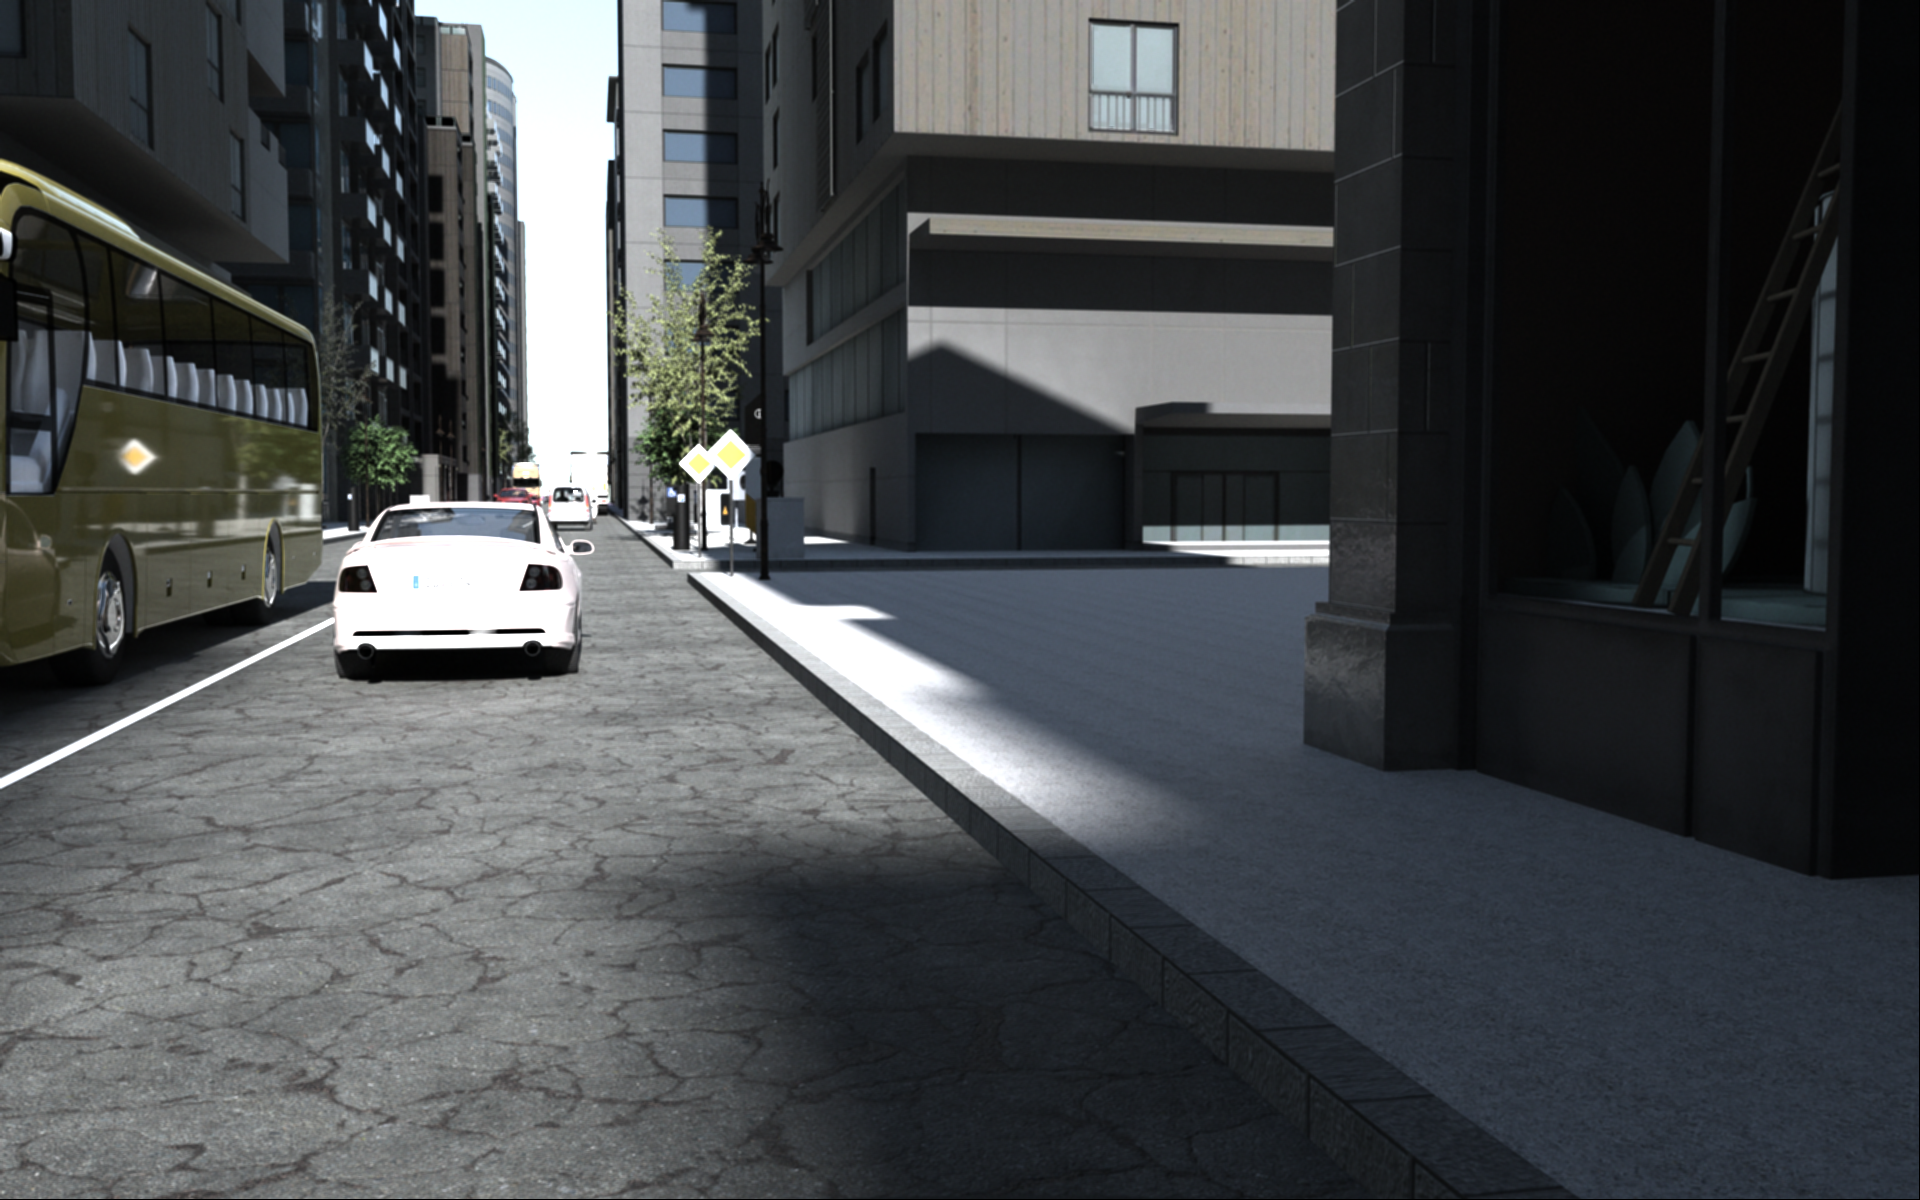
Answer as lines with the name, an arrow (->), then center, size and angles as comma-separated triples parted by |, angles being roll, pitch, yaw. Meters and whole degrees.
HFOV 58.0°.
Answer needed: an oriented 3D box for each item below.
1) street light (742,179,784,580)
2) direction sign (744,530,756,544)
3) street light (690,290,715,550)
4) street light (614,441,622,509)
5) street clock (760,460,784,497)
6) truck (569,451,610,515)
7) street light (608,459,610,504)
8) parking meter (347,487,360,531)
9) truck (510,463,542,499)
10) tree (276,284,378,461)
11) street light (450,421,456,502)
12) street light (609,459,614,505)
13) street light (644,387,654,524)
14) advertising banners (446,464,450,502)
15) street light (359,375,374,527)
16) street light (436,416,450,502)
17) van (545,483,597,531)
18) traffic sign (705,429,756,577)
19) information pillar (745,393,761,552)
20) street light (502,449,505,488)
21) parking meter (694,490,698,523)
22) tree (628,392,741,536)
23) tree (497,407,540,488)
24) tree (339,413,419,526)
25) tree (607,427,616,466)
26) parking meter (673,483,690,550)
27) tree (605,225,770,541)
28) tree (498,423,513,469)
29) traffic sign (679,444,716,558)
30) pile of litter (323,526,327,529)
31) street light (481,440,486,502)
street light -> -2.930, -3.242, 25.792 | 0.468, 5.910, 1.993 | -1, 4, -12
direction sign -> -5.347, -3.197, 44.276 | 0.379, 3.537, 0.876 | -1, 4, -8
street light -> -5.833, -4.070, 39.333 | 0.468, 5.910, 1.993 | -1, 4, -12
street light -> -29.248, -10.767, 148.833 | 0.468, 5.910, 1.993 | -1, 4, -12
street clock -> -4.052, -2.005, 37.358 | 0.471, 2.002, 0.358 | -1, 4, -19
truck -> -25.412, -7.950, 118.892 | 2.839, 4.237, 11.283 | -1, 4, -12
street light -> -39.357, -13.658, 196.094 | 0.468, 5.910, 1.993 | -1, 4, -12
parking meter -> -20.885, -3.132, 59.623 | 0.372, 1.533, 0.369 | 0, 3, 0
truck -> -40.053, -10.468, 160.068 | 2.839, 4.237, 11.283 | -1, 4, -14
tree -> -22.788, -6.789, 61.364 | 4.360, 8.622, 3.978 | 0, 3, 0
street light -> -31.556, -8.239, 107.502 | 0.468, 5.910, 1.993 | -1, 4, -12
street light -> -36.416, -12.834, 182.623 | 0.468, 5.910, 1.993 | -1, 4, -12
street light -> -13.124, -6.162, 73.530 | 0.468, 5.910, 1.993 | -1, 4, -12
advertising banners -> -28.767, -6.189, 97.375 | 0.090, 3.025, 2.074 | -1, 4, -10
street light -> -22.761, -5.726, 66.412 | 0.468, 5.910, 1.993 | -1, 4, -12
street light -> -30.228, -7.835, 100.891 | 0.468, 5.910, 1.993 | -1, 4, -12
van -> -15.446, -3.770, 68.652 | 2.013, 2.044, 4.112 | -1, 4, -11
traffic sign -> -3.546, -1.418, 26.827 | 0.795, 2.450, 0.064 | -1, 4, -12
information pillar -> -4.538, -2.890, 38.612 | 0.504, 3.616, 0.183 | -1, 4, -10
street light -> -46.043, -12.371, 175.050 | 0.468, 5.910, 1.993 | -1, 4, -12
parking meter -> -11.589, -4.175, 76.677 | 0.372, 1.533, 0.369 | 0, 3, 0
tree -> -8.661, -4.307, 54.134 | 4.285, 4.588, 4.351 | 0, 3, 0
tree -> -47.580, -15.143, 181.992 | 8.767, 10.594, 7.601 | 3, 5, 42
tree -> -23.737, -5.316, 70.629 | 4.285, 4.588, 4.351 | 0, 3, 0
tree -> -37.056, -14.718, 190.993 | 4.360, 8.622, 3.978 | 0, 3, 0
parking meter -> -6.361, -1.904, 39.540 | 0.372, 1.533, 0.369 | 0, 3, 0
tree -> -7.295, -5.894, 46.722 | 4.737, 8.622, 4.395 | 0, 3, 0
tree -> -46.242, -13.471, 170.615 | 4.737, 8.622, 4.395 | 0, 3, 0
traffic sign -> -5.217, -1.896, 34.636 | 0.795, 2.450, 0.064 | -1, 4, -12
pile of litter -> -24.457, -3.108, 64.786 | 1.719, 0.858, 1.176 | 2, 4, 35
street light -> -38.862, -10.304, 141.263 | 0.468, 5.910, 1.993 | -1, 4, -12
